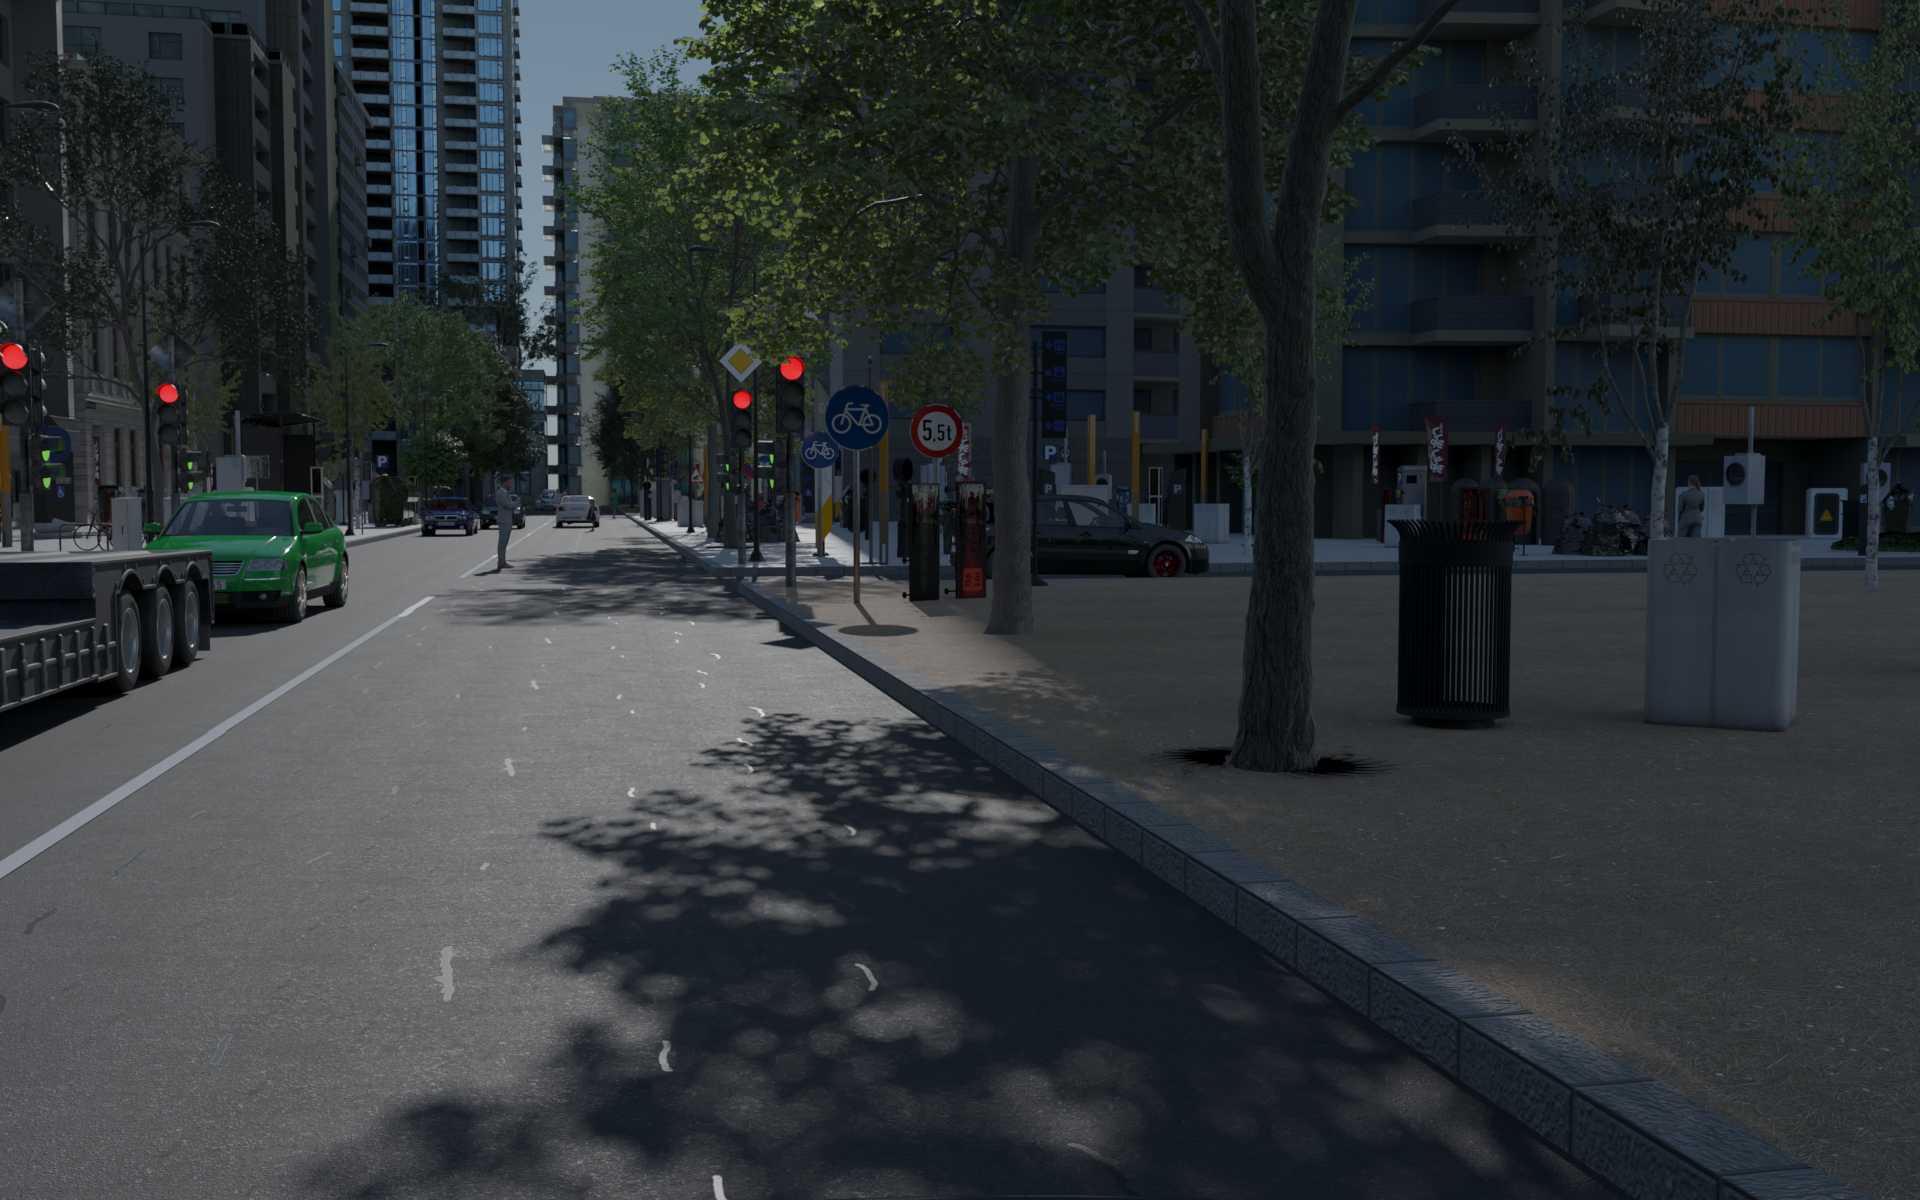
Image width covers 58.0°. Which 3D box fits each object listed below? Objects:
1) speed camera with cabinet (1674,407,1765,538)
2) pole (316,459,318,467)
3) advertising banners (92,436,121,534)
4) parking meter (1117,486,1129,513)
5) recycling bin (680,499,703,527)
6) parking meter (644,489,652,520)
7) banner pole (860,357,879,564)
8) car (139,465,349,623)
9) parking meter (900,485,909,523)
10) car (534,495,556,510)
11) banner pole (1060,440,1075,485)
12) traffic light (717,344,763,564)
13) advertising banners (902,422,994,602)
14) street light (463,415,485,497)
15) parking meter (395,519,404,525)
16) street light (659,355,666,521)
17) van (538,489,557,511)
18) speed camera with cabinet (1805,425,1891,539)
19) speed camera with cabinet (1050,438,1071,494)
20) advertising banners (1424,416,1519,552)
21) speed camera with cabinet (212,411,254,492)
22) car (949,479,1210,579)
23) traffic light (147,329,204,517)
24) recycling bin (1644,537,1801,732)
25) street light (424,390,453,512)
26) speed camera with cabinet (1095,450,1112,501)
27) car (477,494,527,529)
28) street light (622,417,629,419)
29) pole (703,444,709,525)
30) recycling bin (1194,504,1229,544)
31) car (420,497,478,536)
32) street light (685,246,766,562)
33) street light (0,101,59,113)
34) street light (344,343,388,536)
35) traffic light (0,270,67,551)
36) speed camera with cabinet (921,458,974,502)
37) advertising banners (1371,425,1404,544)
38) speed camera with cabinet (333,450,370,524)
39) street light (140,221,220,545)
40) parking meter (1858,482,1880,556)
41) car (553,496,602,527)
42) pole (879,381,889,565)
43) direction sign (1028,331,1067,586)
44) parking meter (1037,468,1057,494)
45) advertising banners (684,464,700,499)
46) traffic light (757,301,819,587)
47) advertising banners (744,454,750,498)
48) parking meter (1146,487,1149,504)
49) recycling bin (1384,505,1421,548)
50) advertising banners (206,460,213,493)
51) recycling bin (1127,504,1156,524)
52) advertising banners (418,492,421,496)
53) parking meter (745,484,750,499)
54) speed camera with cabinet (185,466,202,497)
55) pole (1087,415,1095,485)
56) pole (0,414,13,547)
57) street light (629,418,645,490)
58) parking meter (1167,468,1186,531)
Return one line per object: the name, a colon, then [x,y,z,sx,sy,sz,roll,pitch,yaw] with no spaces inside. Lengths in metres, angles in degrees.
speed camera with cabinet: [17.504,-2.790,39.946,0.660,3.252,2.038,-2,4,-25]
pole: [-37.674,-6.577,101.378,0.158,3.312,0.155,0,3,0]
advertising banners: [-26.089,-3.472,52.962,0.090,3.025,2.074,0,4,-6]
parking meter: [4.857,-2.642,51.603,0.372,1.533,0.369,0,3,0]
recycling bin: [-10.605,-3.416,68.410,0.722,1.027,0.722,1,4,14]
parking meter: [-15.421,-4.716,85.522,0.372,1.533,0.369,0,3,0]
banner pole: [-1.650,-2.562,31.900,0.401,3.779,0.863,0,4,-4]
car: [-8.458,-0.718,20.538,1.959,1.807,4.718,-1,4,-10]
parking meter: [-1.218,-1.970,40.625,0.372,1.533,0.369,0,3,0]
car: [-37.211,-8.767,155.699,2.083,1.381,4.827,-1,4,-13]
banner pole: [5.041,-5.525,80.353,0.863,3.779,0.401,0,3,0]
traffic light: [-4.008,-2.610,31.591,0.839,4.253,0.868,-1,4,-12]
advertising banners: [0.111,-1.531,21.218,2.074,3.025,0.090,-3,5,-41]
street light: [-28.483,-7.878,101.351,1.470,5.913,1.316,-1,4,-12]
parking meter: [-23.107,-3.849,71.341,0.372,1.533,0.369,0,3,0]
street light: [-9.437,-5.167,57.020,1.470,5.913,1.316,-1,4,-12]
van: [-35.079,-8.644,148.341,2.013,2.044,4.112,-1,4,-13]
speed camera with cabinet: [25.106,-3.342,48.970,2.038,3.252,0.660,1,4,18]
speed camera with cabinet: [2.936,-3.534,52.122,0.660,3.252,2.038,0,4,-1]
advertising banners: [11.375,-2.590,38.530,2.074,3.025,0.090,1,4,13]
speed camera with cabinet: [-17.478,-2.901,41.760,0.660,3.252,2.038,-1,4,-14]
car: [1.920,-1.113,27.981,4.222,1.686,2.009,-1,4,-11]
traffic light: [-13.408,-2.487,29.591,0.839,4.253,0.868,-1,4,-12]
recycling bin: [4.301,0.171,9.765,0.722,1.027,0.722,2,4,30]
street light: [-23.379,-6.423,77.562,1.470,5.913,1.316,-1,4,-12]
speed camera with cabinet: [5.811,-5.138,78.345,2.038,3.252,0.660,1,4,18]
car: [-18.983,-3.799,71.905,2.009,1.686,4.222,-1,4,-12]
street light: [-19.747,-8.106,105.079,1.470,5.913,1.316,-1,4,-12]
pole: [-10.354,-4.700,70.695,0.158,3.312,0.155,0,3,0]
recycling bin: [6.557,-1.994,45.151,0.722,1.027,0.722,2,4,31]
car: [-17.877,-2.944,60.716,1.945,1.354,3.894,-1,4,-12]
street light: [-4.401,-3.678,32.678,1.470,5.913,1.316,-1,4,-12]
street light: [-11.355,-2.935,20.531,1.470,5.913,1.316,-1,4,-12]
street light: [-18.285,-4.940,53.317,1.470,5.913,1.316,-1,4,-12]
traffic light: [-11.752,-2.010,21.778,0.839,4.253,0.868,-1,4,-12]
speed camera with cabinet: [-0.161,-3.593,53.076,2.038,3.252,0.660,-1,4,-11]
advertising banners: [11.083,-2.984,44.975,0.090,3.025,2.074,3,4,38]
speed camera with cabinet: [-26.400,-4.887,74.232,2.038,3.252,0.660,1,4,10]
street light: [-13.284,-3.484,29.507,1.470,5.913,1.316,-1,4,-12]
parking meter: [18.892,-1.687,35.992,0.372,1.533,0.369,0,3,0]
car: [-16.752,-3.886,75.898,2.083,1.381,4.827,-1,4,-12]
pole: [-1.379,-2.292,31.321,0.158,3.312,0.155,0,3,0]
direction sign: [1.047,-1.968,24.170,0.876,3.537,0.379,0,4,-1]
parking meter: [1.957,-2.047,39.179,0.399,1.863,0.255,-1,4,-22]
advertising banners: [-15.578,-6.393,100.708,0.090,3.025,2.074,-2,4,-34]
traffic light: [-2.352,-2.132,23.779,0.839,4.253,0.868,-1,4,-12]
advertising banners: [-9.319,-4.868,75.778,0.090,3.025,2.074,0,4,-1]
parking meter: [6.479,-3.064,58.515,0.372,1.533,0.369,0,3,0]
recycling bin: [10.588,-1.766,41.432,0.722,1.027,0.722,2,4,25]
advertising banners: [-39.028,-5.741,90.048,0.090,3.025,2.074,-2,4,-33]
recycling bin: [4.740,-2.001,45.266,0.722,1.027,0.722,1,4,8]
advertising banners: [-30.981,-6.417,101.102,2.074,3.025,0.090,1,4,16]
parking meter: [-12.159,-5.709,99.056,0.255,1.863,0.399,-1,4,-9]
speed camera with cabinet: [-31.653,-4.823,73.197,2.038,3.252,0.660,-1,4,-21]
pole: [3.385,-3.110,44.690,0.158,3.312,0.155,0,3,0]
pole: [-22.932,-2.920,41.588,0.158,3.312,0.155,0,3,0]
street light: [-14.621,-6.652,81.294,1.470,5.913,1.316,-1,4,-12]
parking meter: [4.901,-2.055,39.306,0.399,1.863,0.255,0,4,-1]
